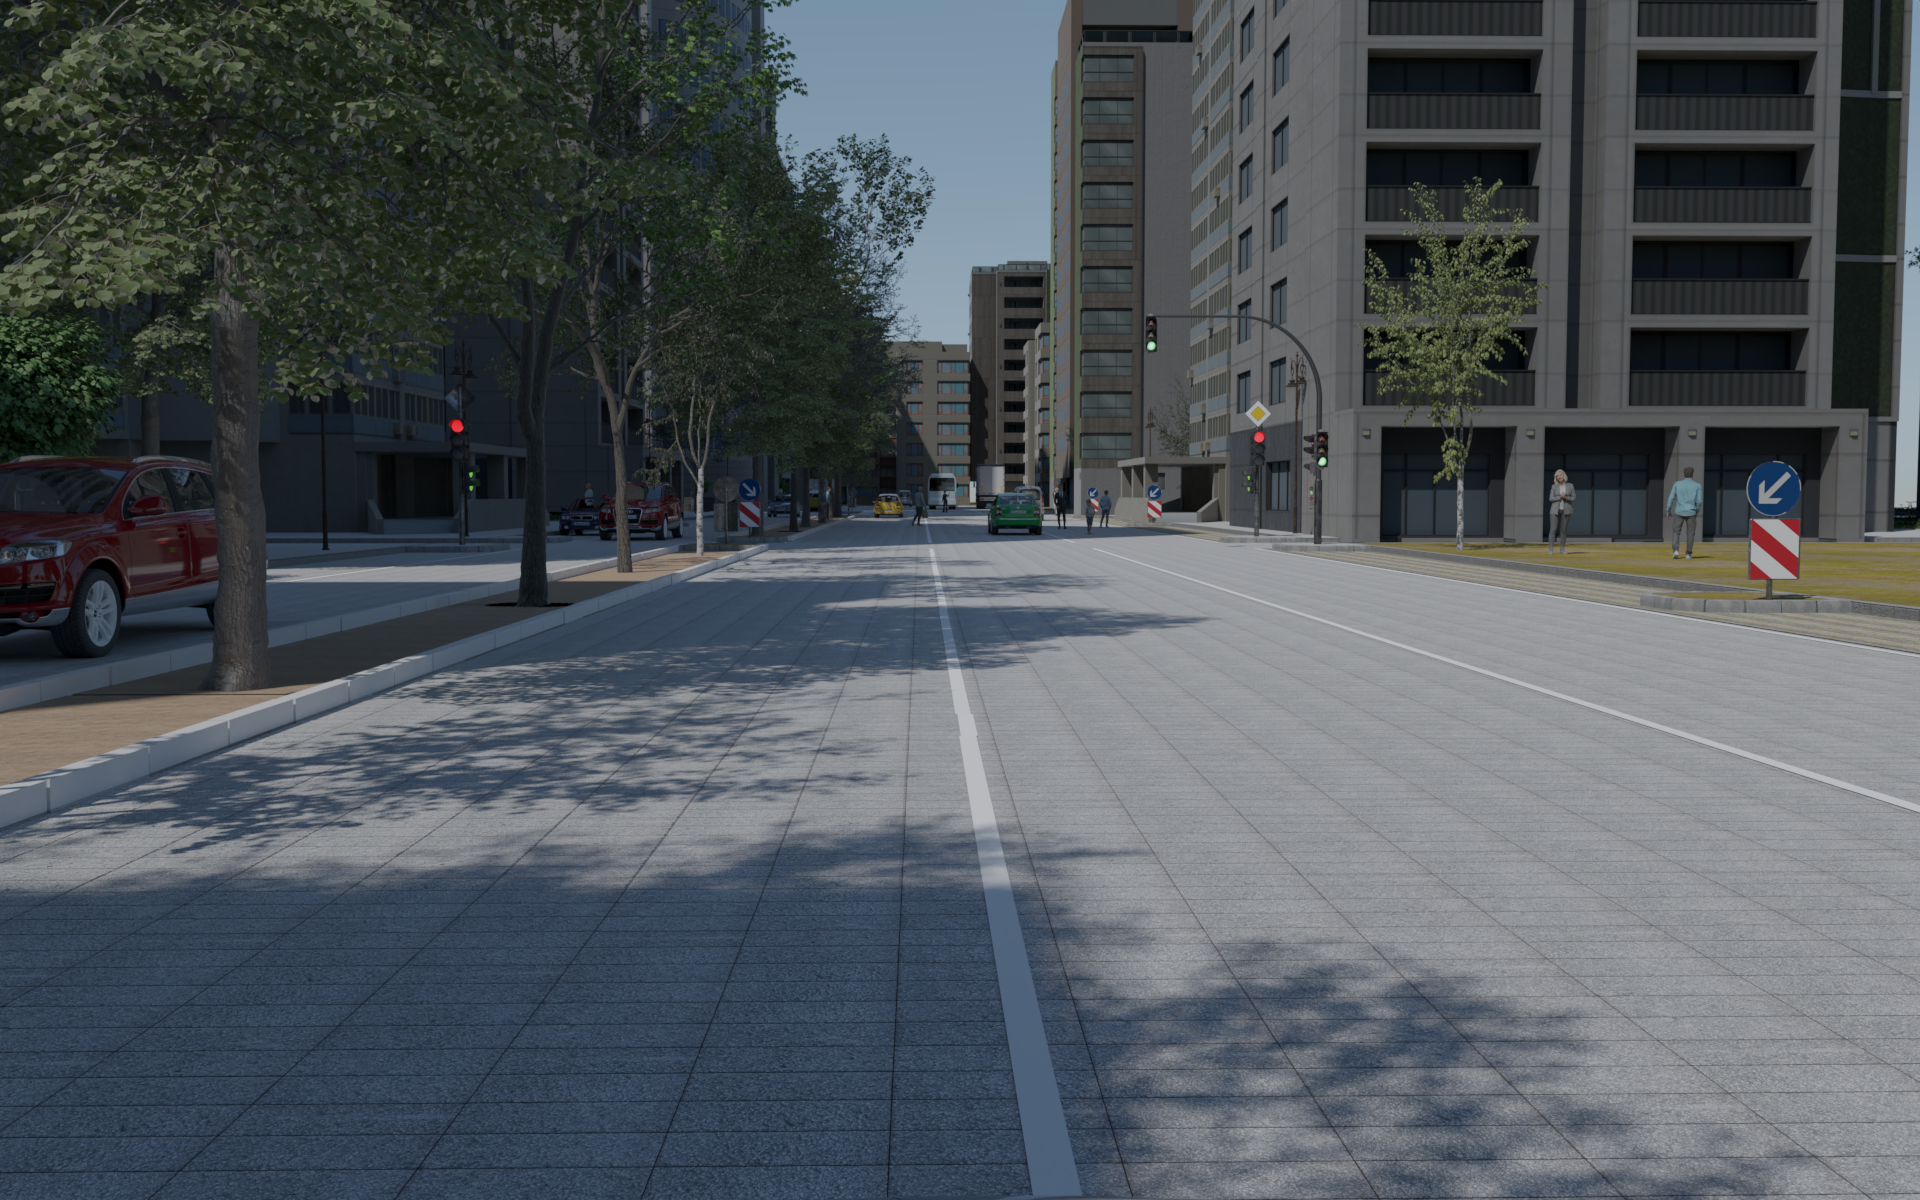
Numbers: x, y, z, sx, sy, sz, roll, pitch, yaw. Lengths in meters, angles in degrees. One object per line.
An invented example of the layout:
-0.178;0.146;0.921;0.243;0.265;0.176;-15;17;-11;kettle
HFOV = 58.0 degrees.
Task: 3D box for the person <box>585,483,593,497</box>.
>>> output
-16.787;-4.403;78.379;0.624;1.780;0.694;2;4;29;person

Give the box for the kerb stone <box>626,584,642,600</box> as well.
-4.518;-0.089;23.664;0.120;0.150;1.000;0;4;-1;kerb stone

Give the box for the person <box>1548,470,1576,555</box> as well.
12.794;-1.869;36.789;0.537;1.800;0.526;1;4;23;person

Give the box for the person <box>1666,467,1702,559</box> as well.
14.334;-1.727;34.292;0.660;1.820;0.620;2;4;25;person

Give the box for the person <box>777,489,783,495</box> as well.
-12.768;-6.963;122.520;0.537;1.800;0.526;-3;5;-40;person

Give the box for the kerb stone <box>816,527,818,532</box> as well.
-5.454;-2.567;64.226;0.120;0.150;1.000;0;4;-1;kerb stone

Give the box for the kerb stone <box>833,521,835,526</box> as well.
-5.733;-3.323;76.525;0.120;0.150;1.000;0;4;-1;kerb stone

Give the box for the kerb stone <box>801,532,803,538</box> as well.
-5.259;-2.069;56.029;0.120;0.150;1.000;0;4;-1;kerb stone

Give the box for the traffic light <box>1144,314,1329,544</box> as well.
7.015;-4.237;43.935;4.771;5.953;1.251;0;4;-1;traffic light

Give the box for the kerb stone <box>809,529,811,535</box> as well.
-5.354;-2.317;60.135;0.120;0.150;1.000;0;4;-1;kerb stone

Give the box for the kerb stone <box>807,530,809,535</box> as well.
-5.329;-2.258;59.106;0.120;0.150;1.000;0;4;-1;kerb stone

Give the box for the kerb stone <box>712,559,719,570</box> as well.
-4.740;-0.653;32.876;0.120;0.150;1.000;0;4;-1;kerb stone

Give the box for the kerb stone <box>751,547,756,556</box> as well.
-4.891;-1.089;40.053;0.120;0.150;1.000;0;4;-1;kerb stone

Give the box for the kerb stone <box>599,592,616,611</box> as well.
-4.471;0.041;21.605;0.120;0.150;1.000;0;4;-1;kerb stone

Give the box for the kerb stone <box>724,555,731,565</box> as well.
-4.780;-0.774;34.919;0.120;0.150;1.000;0;4;-1;kerb stone

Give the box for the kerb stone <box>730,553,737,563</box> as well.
-4.800;-0.841;35.941;0.120;0.150;1.000;0;4;-1;kerb stone

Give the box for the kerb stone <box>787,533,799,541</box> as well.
-5.208;-1.944;53.977;0.120;0.150;1.000;0;4;-1;kerb stone

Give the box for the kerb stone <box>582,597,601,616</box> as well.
-4.452;0.099;20.583;0.120;0.150;1.000;0;4;-1;kerb stone

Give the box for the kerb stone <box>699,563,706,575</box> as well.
-4.685;-0.527;30.828;0.120;0.150;1.000;0;4;-1;kerb stone

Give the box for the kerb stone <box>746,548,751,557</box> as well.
-4.873;-1.029;39.019;0.120;0.150;1.000;0;4;-1;kerb stone

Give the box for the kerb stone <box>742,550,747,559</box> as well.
-4.839;-0.966;37.997;0.120;0.150;1.000;0;4;-1;kerb stone

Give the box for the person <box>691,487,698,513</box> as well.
-18.441;-6.948;120.187;0.519;1.759;0.362;-2;4;-24;person

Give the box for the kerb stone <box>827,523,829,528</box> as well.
-5.606;-3.010;71.401;0.120;0.150;1.000;0;4;-1;kerb stone

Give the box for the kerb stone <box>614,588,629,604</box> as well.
-4.496;-0.026;22.628;0.120;0.150;1.000;0;4;-1;kerb stone

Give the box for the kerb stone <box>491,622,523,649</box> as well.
-4.355;0.350;16.473;0.120;0.150;1.000;0;4;-1;kerb stone

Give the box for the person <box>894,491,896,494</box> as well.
-6.899;-10.918;187.456;0.568;1.767;0.683;2;4;30;person

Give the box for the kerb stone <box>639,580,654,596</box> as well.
-4.543;-0.153;24.691;0.120;0.150;1.000;0;4;-1;kerb stone

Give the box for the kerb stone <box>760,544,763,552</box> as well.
-4.944;-1.217;42.096;0.120;0.150;1.000;0;4;-1;kerb stone

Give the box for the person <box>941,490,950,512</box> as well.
-1.121;-7.696;135.139;0.445;1.727;0.742;2;4;29;person

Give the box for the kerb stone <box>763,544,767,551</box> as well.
-4.966;-1.280;43.118;0.120;0.150;1.000;0;4;-1;kerb stone

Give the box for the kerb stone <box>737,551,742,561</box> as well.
-4.824;-0.903;36.962;0.120;0.150;1.000;0;4;-1;kerb stone

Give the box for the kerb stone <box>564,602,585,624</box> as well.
-4.415;0.163;19.547;0.120;0.150;1.000;0;4;-1;kerb stone

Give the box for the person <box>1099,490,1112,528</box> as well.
6.163;-3.844;73.158;0.589;1.601;0.330;2;4;33;person

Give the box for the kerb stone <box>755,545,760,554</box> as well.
-4.915;-1.155;41.075;0.120;0.150;1.000;0;4;-1;kerb stone

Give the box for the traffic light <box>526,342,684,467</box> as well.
-10.644;-4.710;51.680;4.771;5.953;1.251;0;4;-1;traffic light

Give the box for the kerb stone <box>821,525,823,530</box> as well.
-5.513;-2.758;67.292;0.120;0.150;1.000;0;4;-1;kerb stone

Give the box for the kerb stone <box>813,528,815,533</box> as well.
-5.400;-2.446;62.182;0.120;0.150;1.000;0;4;-1;kerb stone

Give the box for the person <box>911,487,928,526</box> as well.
-1.797;-4.215;77.895;0.515;1.767;0.782;-3;4;-39;person

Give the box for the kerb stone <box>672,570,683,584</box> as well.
-4.604;-0.337;27.762;0.120;0.150;1.000;0;4;-1;kerb stone

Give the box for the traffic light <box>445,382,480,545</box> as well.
-12.551;-3.345;43.615;0.839;4.253;0.868;0;4;-1;traffic light

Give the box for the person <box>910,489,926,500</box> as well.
-3.469;-8.240;143.207;1.348;1.826;0.705;0;4;4;person

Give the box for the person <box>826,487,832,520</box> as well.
-7.357;-5.304;95.236;0.620;1.820;0.660;-1;4;-16;person

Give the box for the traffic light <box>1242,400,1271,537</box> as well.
8.922;-3.865;52.107;0.839;4.253;0.868;0;4;-1;traffic light

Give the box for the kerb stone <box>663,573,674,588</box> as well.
-4.594;-0.278;26.740;0.120;0.150;1.000;0;4;-1;kerb stone

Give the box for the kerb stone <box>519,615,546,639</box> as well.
-4.379;0.287;17.500;0.120;0.150;1.000;0;4;-1;kerb stone

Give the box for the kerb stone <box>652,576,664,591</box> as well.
-4.563;-0.215;25.718;0.120;0.150;1.000;0;4;-1;kerb stone

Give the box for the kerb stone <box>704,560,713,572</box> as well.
-4.708;-0.586;31.850;0.120;0.150;1.000;0;4;-1;kerb stone

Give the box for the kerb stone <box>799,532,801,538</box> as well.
-5.238;-2.007;55.003;0.120;0.150;1.000;0;4;-1;kerb stone

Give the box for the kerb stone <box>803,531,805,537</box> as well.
-5.278;-2.132;57.056;0.120;0.150;1.000;0;4;-1;kerb stone

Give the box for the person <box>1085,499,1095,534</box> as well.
4.646;-2.970;61.740;0.332;1.250;0.352;2;4;31;person

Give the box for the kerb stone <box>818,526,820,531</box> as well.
-5.474;-2.631;65.248;0.120;0.150;1.000;0;4;-1;kerb stone

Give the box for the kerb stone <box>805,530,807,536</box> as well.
-5.307;-2.195;58.082;0.120;0.150;1.000;0;4;-1;kerb stone

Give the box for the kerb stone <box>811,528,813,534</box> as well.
-5.379;-2.383;61.160;0.120;0.150;1.000;0;4;-1;kerb stone

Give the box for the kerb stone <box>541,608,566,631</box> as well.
-4.407;0.225;18.525;0.120;0.150;1.000;0;4;-1;kerb stone

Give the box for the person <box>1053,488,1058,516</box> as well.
6.241;-6.319;111.688;0.514;1.842;0.818;1;4;18;person

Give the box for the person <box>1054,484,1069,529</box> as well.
4.175;-3.837;71.005;0.659;1.850;0.755;0;4;-6;person

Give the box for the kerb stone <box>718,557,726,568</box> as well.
-4.748;-0.716;33.898;0.120;0.150;1.000;0;4;-1;kerb stone

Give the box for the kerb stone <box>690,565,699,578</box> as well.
-4.660;-0.463;29.807;0.120;0.150;1.000;0;4;-1;kerb stone

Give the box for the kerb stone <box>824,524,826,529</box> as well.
-5.566;-2.884;69.343;0.120;0.150;1.000;0;4;-1;kerb stone

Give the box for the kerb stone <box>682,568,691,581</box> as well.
-4.637;-0.403;28.785;0.120;0.150;1.000;0;4;-1;kerb stone
